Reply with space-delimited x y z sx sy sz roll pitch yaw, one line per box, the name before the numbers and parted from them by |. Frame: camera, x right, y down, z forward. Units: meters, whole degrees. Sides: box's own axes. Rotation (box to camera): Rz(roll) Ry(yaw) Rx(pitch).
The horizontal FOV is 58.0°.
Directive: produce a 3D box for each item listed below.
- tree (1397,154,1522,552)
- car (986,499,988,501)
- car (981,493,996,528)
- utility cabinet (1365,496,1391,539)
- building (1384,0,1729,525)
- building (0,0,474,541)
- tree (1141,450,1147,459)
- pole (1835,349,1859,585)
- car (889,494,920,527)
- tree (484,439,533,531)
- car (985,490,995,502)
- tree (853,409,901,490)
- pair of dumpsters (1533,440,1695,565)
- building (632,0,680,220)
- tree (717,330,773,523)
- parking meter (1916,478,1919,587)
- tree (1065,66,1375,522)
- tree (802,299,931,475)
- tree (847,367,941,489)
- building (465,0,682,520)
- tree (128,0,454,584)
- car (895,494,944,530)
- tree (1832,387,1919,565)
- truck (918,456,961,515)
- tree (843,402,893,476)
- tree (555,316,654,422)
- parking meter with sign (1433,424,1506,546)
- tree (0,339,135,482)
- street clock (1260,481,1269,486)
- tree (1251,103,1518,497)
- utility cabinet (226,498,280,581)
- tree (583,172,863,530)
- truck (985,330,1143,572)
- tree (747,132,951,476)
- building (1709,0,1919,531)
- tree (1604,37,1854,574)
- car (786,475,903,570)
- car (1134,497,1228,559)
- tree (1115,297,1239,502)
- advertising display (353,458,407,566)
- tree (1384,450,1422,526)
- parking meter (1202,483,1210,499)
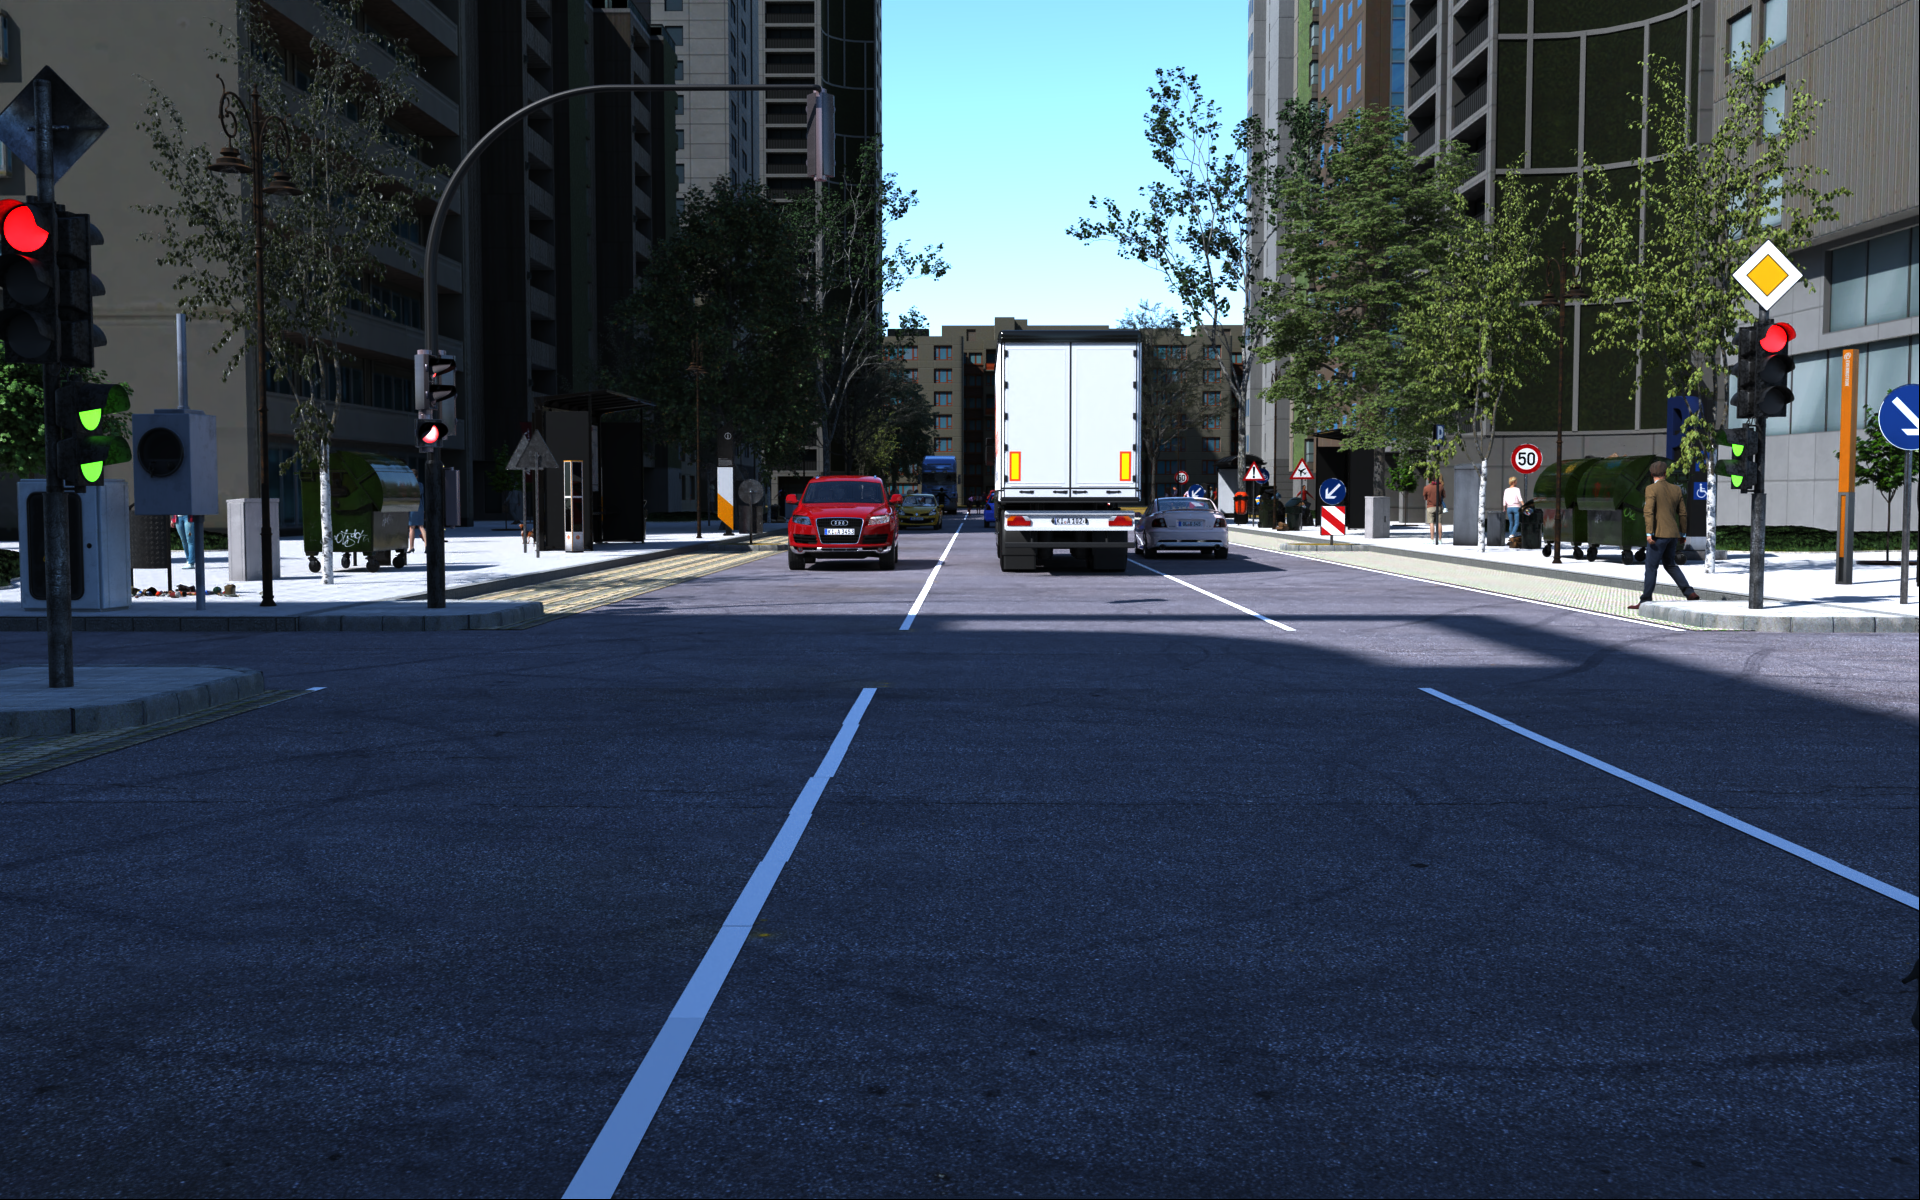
tree | 11.546 -5.368 38.130 4.737 8.622 4.395 0 3 0
car | 2.888 -6.852 121.063 2.155 1.783 4.494 0 4 1
car | 1.889 -4.003 75.041 1.945 1.707 3.694 0 4 1
utility cabinet | 12.133 -2.394 50.310 0.306 1.237 1.020 3 5 41
building | 29.860 -38.912 74.465 20.563 71.187 20.611 0 4 1
building | -29.918 -26.464 56.382 21.300 48.544 21.600 0 4 1
tree | 13.200 -13.561 156.129 7.601 10.594 8.767 0 4 -6
pole | 12.557 -1.876 24.509 0.158 3.312 0.155 0 3 0
car | -2.594 -3.993 77.077 2.131 1.459 4.920 0 4 2
tree | -16.049 -4.049 60.805 1.663 3.219 1.824 0 3 0
car | 3.306 -8.636 149.873 2.281 1.827 5.304 0 4 -1
tree | -6.785 -11.938 145.550 4.737 8.622 4.395 0 3 0
pair of dumpsters | 12.477 -1.878 33.206 1.574 2.255 4.437 0 4 0
building | -28.488 -43.418 148.132 20.611 71.187 20.563 0 4 1
tree | -8.634 -7.682 75.955 4.737 8.622 4.395 0 3 0
parking meter | 13.436 -1.111 23.871 0.255 1.863 0.399 -1 4 -21
tree | 11.446 -13.594 78.155 12.611 20.169 13.585 0 3 0
tree | -7.011 -12.125 108.606 12.009 13.543 11.850 0 3 0
tree | -6.547 -16.126 170.308 9.857 13.997 8.962 0 3 0
building | -24.657 -20.183 101.698 14.160 30.474 14.107 0 4 1
tree | -9.211 -4.521 24.286 4.360 8.622 3.978 0 3 0
car | -1.636 -3.674 70.298 2.015 1.641 3.980 0 4 2
tree | 16.813 -2.262 31.587 1.663 3.219 1.824 0 3 0
truck | -1.461 -8.431 127.603 2.967 4.110 18.799 0 4 0
tree | -7.429 -11.345 135.846 4.360 8.622 3.978 0 3 0
tree | -13.679 -7.286 69.481 4.360 8.622 3.978 0 3 0
parking meter with sign | 12.672 -2.861 43.037 1.738 3.016 0.543 3 4 36
tree | -17.010 -2.928 31.581 4.285 4.588 4.351 0 3 0
street clock | 15.198 -5.015 86.562 0.471 2.002 0.358 -3 5 -41
tree | 12.454 -8.149 51.369 7.486 12.596 7.792 0 3 0
utility cabinet | -10.589 -0.906 25.967 0.306 1.237 1.020 0 4 7
tree | -8.264 -8.857 61.826 9.611 12.733 9.660 0 3 0
truck | 1.948 -2.832 35.217 2.839 4.237 11.283 0 4 1
tree | -6.732 -14.436 91.916 12.611 20.169 13.585 0 3 0
building | 37.540 -27.733 42.678 27.495 52.752 28.713 0 4 1
tree | 11.890 -4.737 27.810 4.737 8.622 4.395 0 3 0
car | -2.266 -1.576 34.442 2.281 1.827 5.304 0 4 -1
car | 5.054 -1.679 39.821 2.083 1.381 4.827 0 4 2
tree | 12.091 -12.087 107.985 12.009 13.543 11.850 0 3 0
advertising display | -10.378 -1.574 30.956 0.974 1.923 0.123 -1 4 -15
tree | 17.925 -4.571 69.330 1.663 3.219 1.824 0 3 0
parking meter | 12.984 -5.240 91.380 0.399 1.863 0.255 3 5 42
